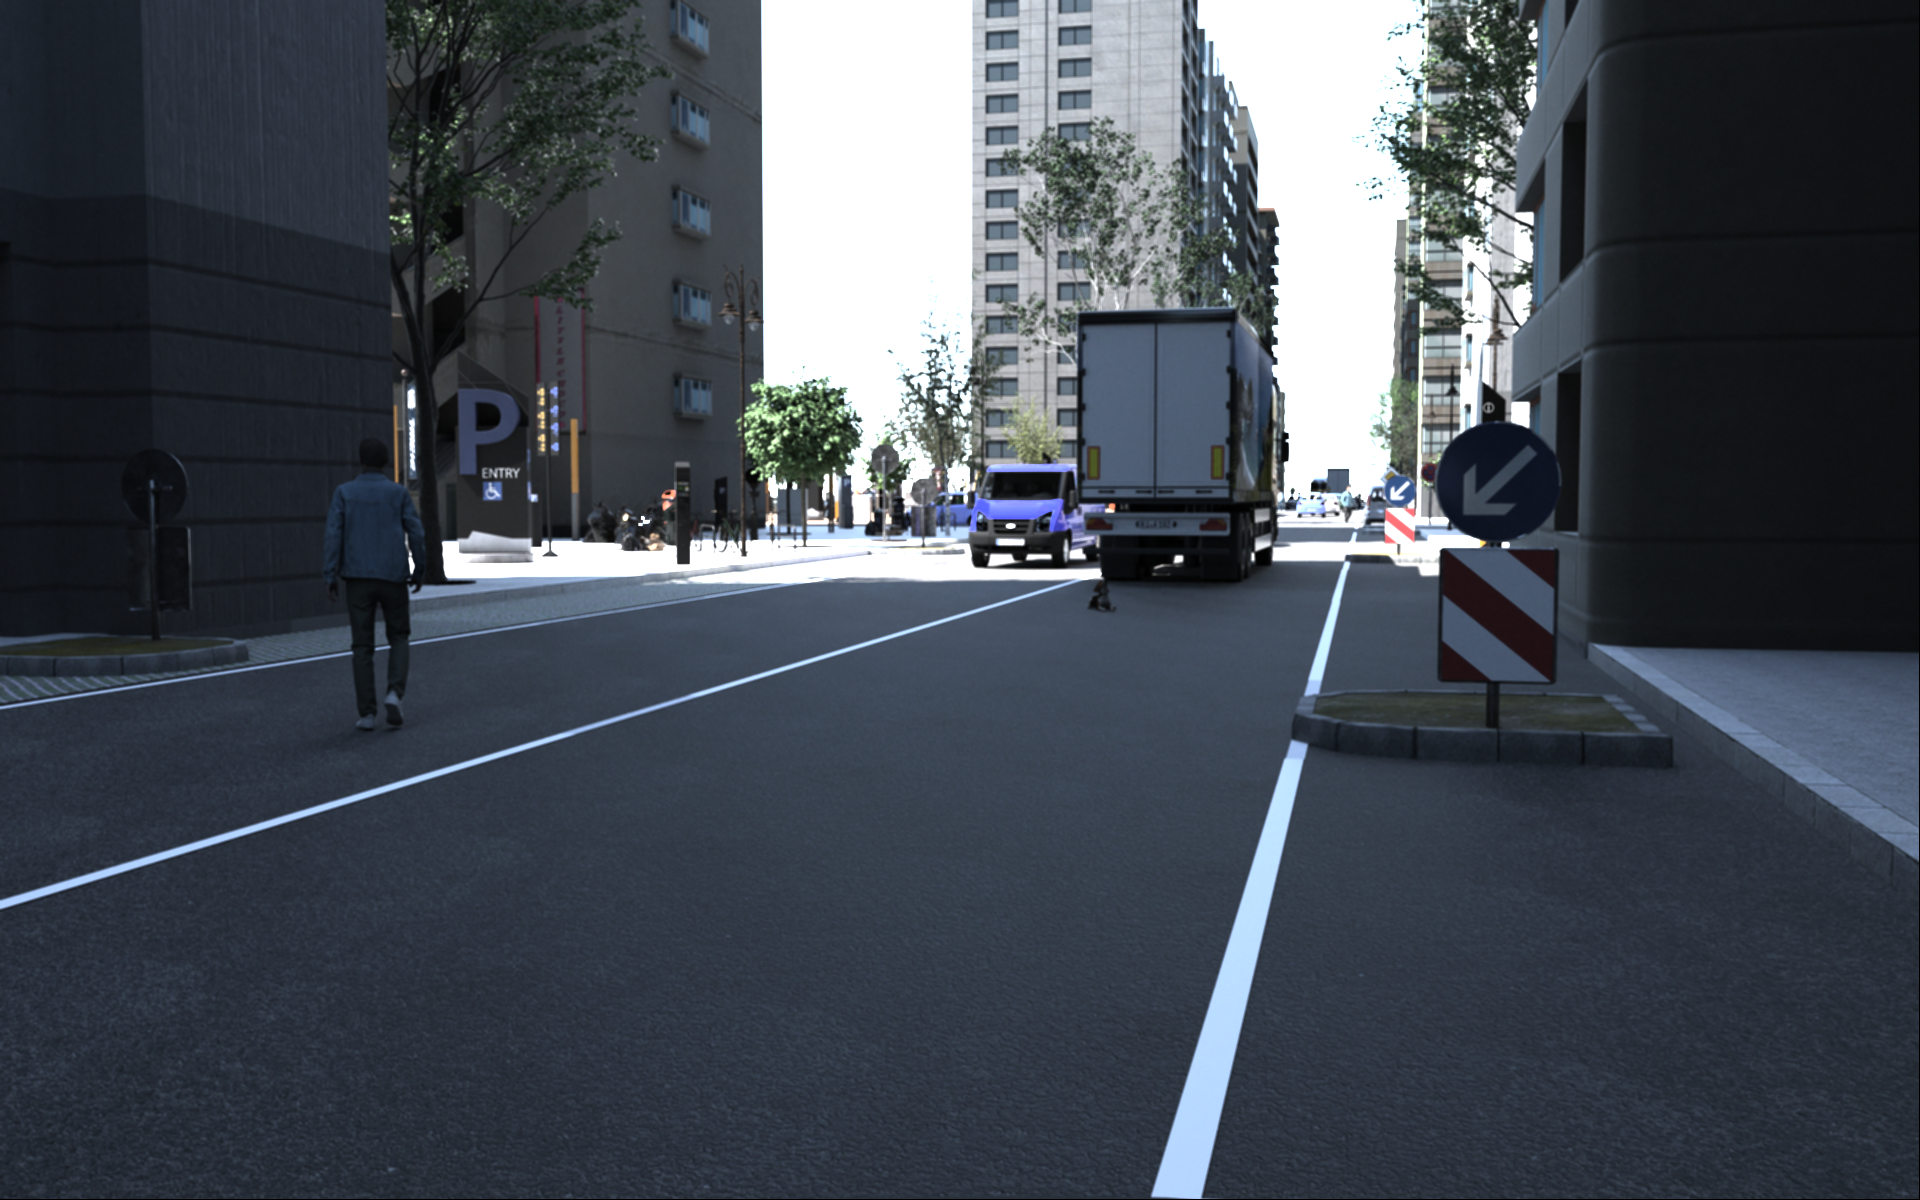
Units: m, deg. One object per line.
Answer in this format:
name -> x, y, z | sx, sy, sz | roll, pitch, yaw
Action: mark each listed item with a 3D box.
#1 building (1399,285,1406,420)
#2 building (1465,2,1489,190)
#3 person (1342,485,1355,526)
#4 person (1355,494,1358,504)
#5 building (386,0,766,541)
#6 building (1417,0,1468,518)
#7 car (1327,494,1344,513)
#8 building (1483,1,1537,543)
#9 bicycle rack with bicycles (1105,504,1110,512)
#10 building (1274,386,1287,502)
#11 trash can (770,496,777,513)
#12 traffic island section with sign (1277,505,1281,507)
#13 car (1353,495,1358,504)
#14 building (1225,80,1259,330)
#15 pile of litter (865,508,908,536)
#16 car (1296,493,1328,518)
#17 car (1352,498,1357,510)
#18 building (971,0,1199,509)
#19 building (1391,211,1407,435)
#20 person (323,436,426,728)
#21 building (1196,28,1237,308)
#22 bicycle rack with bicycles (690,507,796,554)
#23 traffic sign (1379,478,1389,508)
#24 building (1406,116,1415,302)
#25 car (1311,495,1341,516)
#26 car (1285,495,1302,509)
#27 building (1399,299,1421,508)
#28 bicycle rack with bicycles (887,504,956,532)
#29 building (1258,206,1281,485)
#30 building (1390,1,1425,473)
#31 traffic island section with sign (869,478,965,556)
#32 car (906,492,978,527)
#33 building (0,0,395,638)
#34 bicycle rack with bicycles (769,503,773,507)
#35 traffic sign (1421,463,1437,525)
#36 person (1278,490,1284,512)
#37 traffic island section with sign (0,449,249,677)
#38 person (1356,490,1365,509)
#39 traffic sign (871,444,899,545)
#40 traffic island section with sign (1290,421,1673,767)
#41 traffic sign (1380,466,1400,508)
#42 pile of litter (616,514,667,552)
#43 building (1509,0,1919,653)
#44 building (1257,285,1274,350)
building -> 67.507, -28.487, 237.462 | 14.160, 30.474, 14.107 | 1, 4, 13
building -> 33.250, -27.620, 75.281 | 21.600, 48.544, 21.300 | 1, 4, 13
person -> 17.477, -4.258, 78.144 | 0.660, 1.820, 0.620 | -2, 4, -33
person -> 56.611, -14.447, 247.938 | 0.991, 1.433, 0.599 | -3, 4, -36
building -> -19.925, -26.409, 55.497 | 21.600, 48.544, 21.300 | 1, 4, 13
building -> 32.892, -25.228, 96.072 | 14.154, 41.232, 14.086 | 1, 4, 13
car -> 29.230, -7.542, 135.116 | 2.131, 1.459, 4.920 | 1, 4, 13
building -> 24.480, -30.663, 43.336 | 21.231, 58.520, 28.212 | 1, 4, 13
bicycle rack with bicycles -> 10.654, -7.031, 128.341 | 2.925, 0.926, 2.852 | -3, 5, -42
building -> 39.556, -27.087, 287.907 | 27.650, 21.520, 28.899 | 1, 4, 13
trash can -> -11.900, -6.129, 111.862 | 0.748, 1.137, 0.748 | 0, 3, 0
traffic island section with sign -> 35.335, -11.453, 195.879 | 1.989, 1.847, 2.006 | 1, 4, 13
car -> 58.316, -14.959, 257.164 | 1.945, 1.354, 3.894 | 1, 4, 13
building -> 24.431, -35.784, 208.770 | 21.300, 48.544, 21.600 | 1, 4, 13
pile of litter -> -2.257, -2.430, 53.688 | 1.719, 0.858, 1.176 | -3, 5, -39
car -> 21.438, -5.870, 105.558 | 1.945, 1.707, 3.694 | 1, 4, 12
car -> 35.060, -8.888, 157.681 | 2.083, 1.381, 4.827 | 1, 4, 14
building -> 13.207, -44.012, 157.845 | 20.563, 71.187, 20.611 | 1, 4, 13
building -> 82.046, -40.411, 284.426 | 21.300, 48.544, 21.600 | 1, 4, 13
person -> -3.556, -0.104, 10.542 | 0.601, 1.785, 0.444 | -1, 4, -19
building -> 17.416, -34.502, 183.711 | 23.786, 49.044, 30.456 | 1, 4, 13
bicycle rack with bicycles -> -4.765, -1.504, 37.973 | 2.852, 0.926, 2.925 | -1, 4, -16
traffic sign -> 17.324, -4.064, 70.091 | 0.795, 2.450, 0.064 | 1, 4, 13
building -> 55.226, -30.761, 186.533 | 14.154, 41.232, 14.086 | 1, 4, 13
car -> 24.249, -6.279, 115.018 | 2.083, 1.381, 4.827 | 1, 4, 12
car -> 31.573, -9.192, 162.877 | 1.945, 1.354, 3.894 | 1, 4, 14
building -> 56.357, -19.560, 164.841 | 27.650, 21.520, 28.899 | 1, 4, 13
bicycle rack with bicycles -> -1.422, -2.844, 59.878 | 2.852, 0.926, 2.925 | 1, 4, 16
building -> 36.125, -36.928, 258.392 | 22.147, 44.769, 28.867 | 1, 4, 13
building -> 76.062, -57.776, 257.311 | 22.319, 86.520, 31.000 | 1, 4, 13
traffic island section with sign -> -0.942, -1.972, 40.869 | 1.989, 1.847, 2.006 | 1, 4, 13
car -> -0.422, -3.664, 69.503 | 3.694, 1.707, 1.945 | 1, 4, 14
building -> -19.780, -28.418, 6.636 | 21.231, 58.520, 28.212 | 1, 4, 13
bicycle rack with bicycles -> -12.055, -5.084, 96.511 | 2.925, 0.926, 2.852 | 3, 5, 45
traffic sign -> 19.422, -4.368, 71.516 | 0.768, 2.556, 0.104 | 1, 4, 19
person -> 25.955, -8.039, 140.208 | 0.793, 1.790, 0.793 | 0, 4, 7
traffic island section with sign -> -7.124, -0.356, 14.449 | 1.989, 1.847, 2.006 | 1, 4, 13
person -> 39.426, -9.915, 170.694 | 0.705, 1.814, 1.350 | -2, 4, -28
traffic sign -> -1.917, -2.683, 43.972 | 0.768, 2.556, 0.104 | 1, 4, 16
traffic island section with sign -> 2.999, -0.098, 10.223 | 1.989, 1.847, 2.006 | 1, 4, 13
traffic sign -> 15.504, -3.589, 62.316 | 0.795, 2.450, 0.064 | 1, 4, 13
pile of litter -> -7.188, -1.529, 38.963 | 1.176, 0.858, 1.719 | 0, 4, -4
building -> 17.540, -9.811, 5.444 | 27.650, 21.520, 28.899 | 1, 4, 13
building -> 35.322, -28.458, 236.991 | 14.160, 30.474, 14.107 | 1, 4, 13
